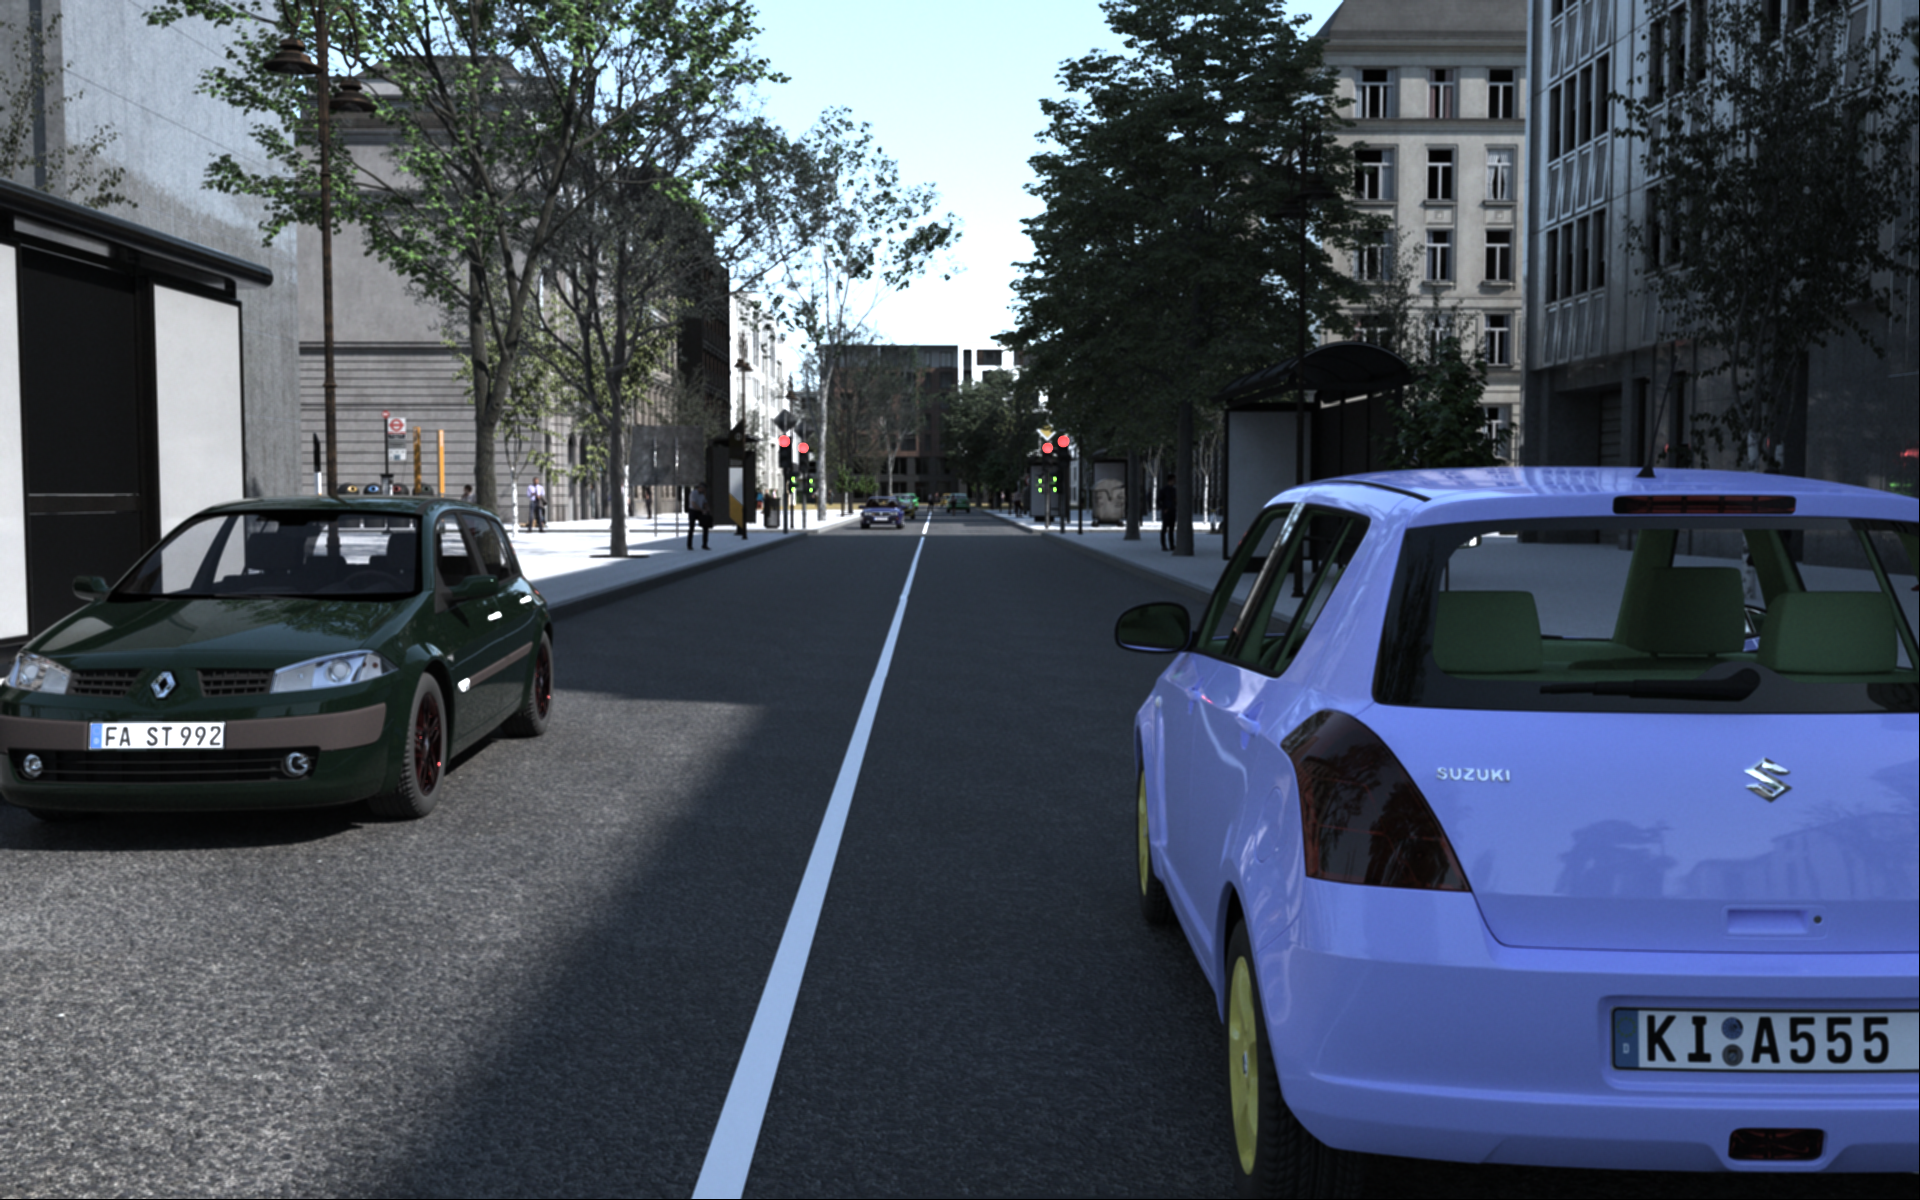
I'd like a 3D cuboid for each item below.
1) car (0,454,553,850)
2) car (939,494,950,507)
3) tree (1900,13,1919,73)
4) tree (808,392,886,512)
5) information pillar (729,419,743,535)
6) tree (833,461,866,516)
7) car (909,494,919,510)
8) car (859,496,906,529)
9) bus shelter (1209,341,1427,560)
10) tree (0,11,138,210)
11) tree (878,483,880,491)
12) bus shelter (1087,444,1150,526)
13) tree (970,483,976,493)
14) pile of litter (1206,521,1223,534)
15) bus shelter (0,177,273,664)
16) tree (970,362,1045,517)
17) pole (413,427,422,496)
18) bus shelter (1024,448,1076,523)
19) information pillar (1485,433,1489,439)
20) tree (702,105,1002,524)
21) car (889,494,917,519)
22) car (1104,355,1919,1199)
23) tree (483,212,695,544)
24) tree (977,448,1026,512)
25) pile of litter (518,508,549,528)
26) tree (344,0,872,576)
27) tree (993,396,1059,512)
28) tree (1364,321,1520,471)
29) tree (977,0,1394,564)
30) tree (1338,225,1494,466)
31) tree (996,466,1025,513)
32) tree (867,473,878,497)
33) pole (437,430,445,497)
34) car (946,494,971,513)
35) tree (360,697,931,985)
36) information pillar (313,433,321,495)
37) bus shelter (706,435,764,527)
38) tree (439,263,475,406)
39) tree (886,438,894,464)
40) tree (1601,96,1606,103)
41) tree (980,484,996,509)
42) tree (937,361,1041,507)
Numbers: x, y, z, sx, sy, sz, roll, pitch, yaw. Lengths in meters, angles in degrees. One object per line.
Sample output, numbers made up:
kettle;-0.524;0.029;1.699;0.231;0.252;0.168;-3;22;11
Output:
car;-3.251;0.057;8.860;2.009;1.686;4.222;0;4;-2
car;-1.317;-11.277;194.595;2.015;1.641;3.980;0;4;-1
tree;9.974;-5.538;12.601;6.751;12.117;7.091;0;3;0
tree;-7.959;-10.490;121.879;4.360;8.622;3.978;0;3;0
information pillar;-6.958;-3.836;54.075;0.504;3.616;0.183;1;4;18
tree;-6.917;-6.555;101.769;1.663;3.219;1.824;0;3;0
car;-4.646;-8.923;154.692;1.959;1.807;4.718;0;4;-3
car;-3.206;-3.629;71.921;1.945;1.354;3.894;0;4;0
bus shelter;5.119;-1.942;25.669;2.014;3.302;5.546;0;4;-1
tree;-14.279;-4.583;25.301;4.360;8.622;3.978;0;3;0
tree;-8.073;-10.052;158.951;1.663;3.219;1.824;0;3;0
bus shelter;6.474;-4.740;71.417;2.014;3.302;5.546;0;4;-1
tree;2.220;-13.445;214.431;1.663;3.219;1.824;0;3;0
pile of litter;8.739;-2.529;55.313;1.719;0.858;1.176;3;5;41
bus shelter;-7.322;-2.071;11.489;2.179;5.291;8.768;0;4;-1
tree;3.029;-8.938;96.503;4.360;8.622;3.978;0;3;0
pole;-16.477;-3.595;52.629;0.158;3.312;0.155;0;3;0
bus shelter;4.053;-5.176;78.557;2.014;3.302;5.546;0;4;-1
information pillar;20.106;-4.624;66.914;0.184;3.620;1.656;0;4;2
tree;-5.441;-13.863;82.545;12.611;20.169;13.585;0;3;0
car;-3.440;-5.456;99.429;2.015;1.641;3.980;0;4;-1
car;1.412;0.300;4.691;1.945;1.707;3.694;0;4;1
tree;-8.752;-5.731;44.061;4.737;8.622;4.395;0;3;0
tree;2.901;-8.461;122.050;4.285;4.588;4.351;0;3;0
pile of litter;-16.324;-3.203;66.331;1.176;0.858;1.719;0;4;-6
tree;-7.049;-7.599;34.609;12.009;13.543;11.850;0;3;0
tree;4.223;-10.800;126.946;4.737;8.622;4.395;0;3;0
tree;5.559;-1.513;19.338;1.663;3.219;1.824;0;3;0
tree;5.084;-7.188;35.648;7.486;12.596;7.792;0;3;0
tree;12.070;-5.931;47.338;4.360;8.622;3.978;0;3;0
tree;3.838;-7.560;118.205;1.663;3.219;1.824;0;3;0
tree;-8.359;-9.568;151.043;1.663;3.219;1.824;0;3;0
pole;-16.539;-3.753;55.201;0.158;3.312;0.155;0;3;0
car;-0.130;-7.595;132.969;1.959;1.807;4.718;0;4;0
tree;-6.110;-4.637;1.571;9.928;11.665;9.643;0;3;0
information pillar;-24.436;-4.557;65.863;0.183;3.616;0.504;-3;5;-39
bus shelter;-9.238;-4.908;71.528;1.731;3.624;6.357;0;4;-1
tree;-13.015;-6.121;50.447;4.737;8.622;4.395;0;3;0
tree;-9.275;-14.540;188.089;4.360;8.622;3.978;0;3;0
tree;9.879;-4.315;20.906;4.360;8.622;3.978;0;3;0
tree;2.794;-9.526;150.343;1.663;3.219;1.824;0;3;0
tree;3.468;-15.930;167.103;9.857;13.997;8.962;0;3;0
